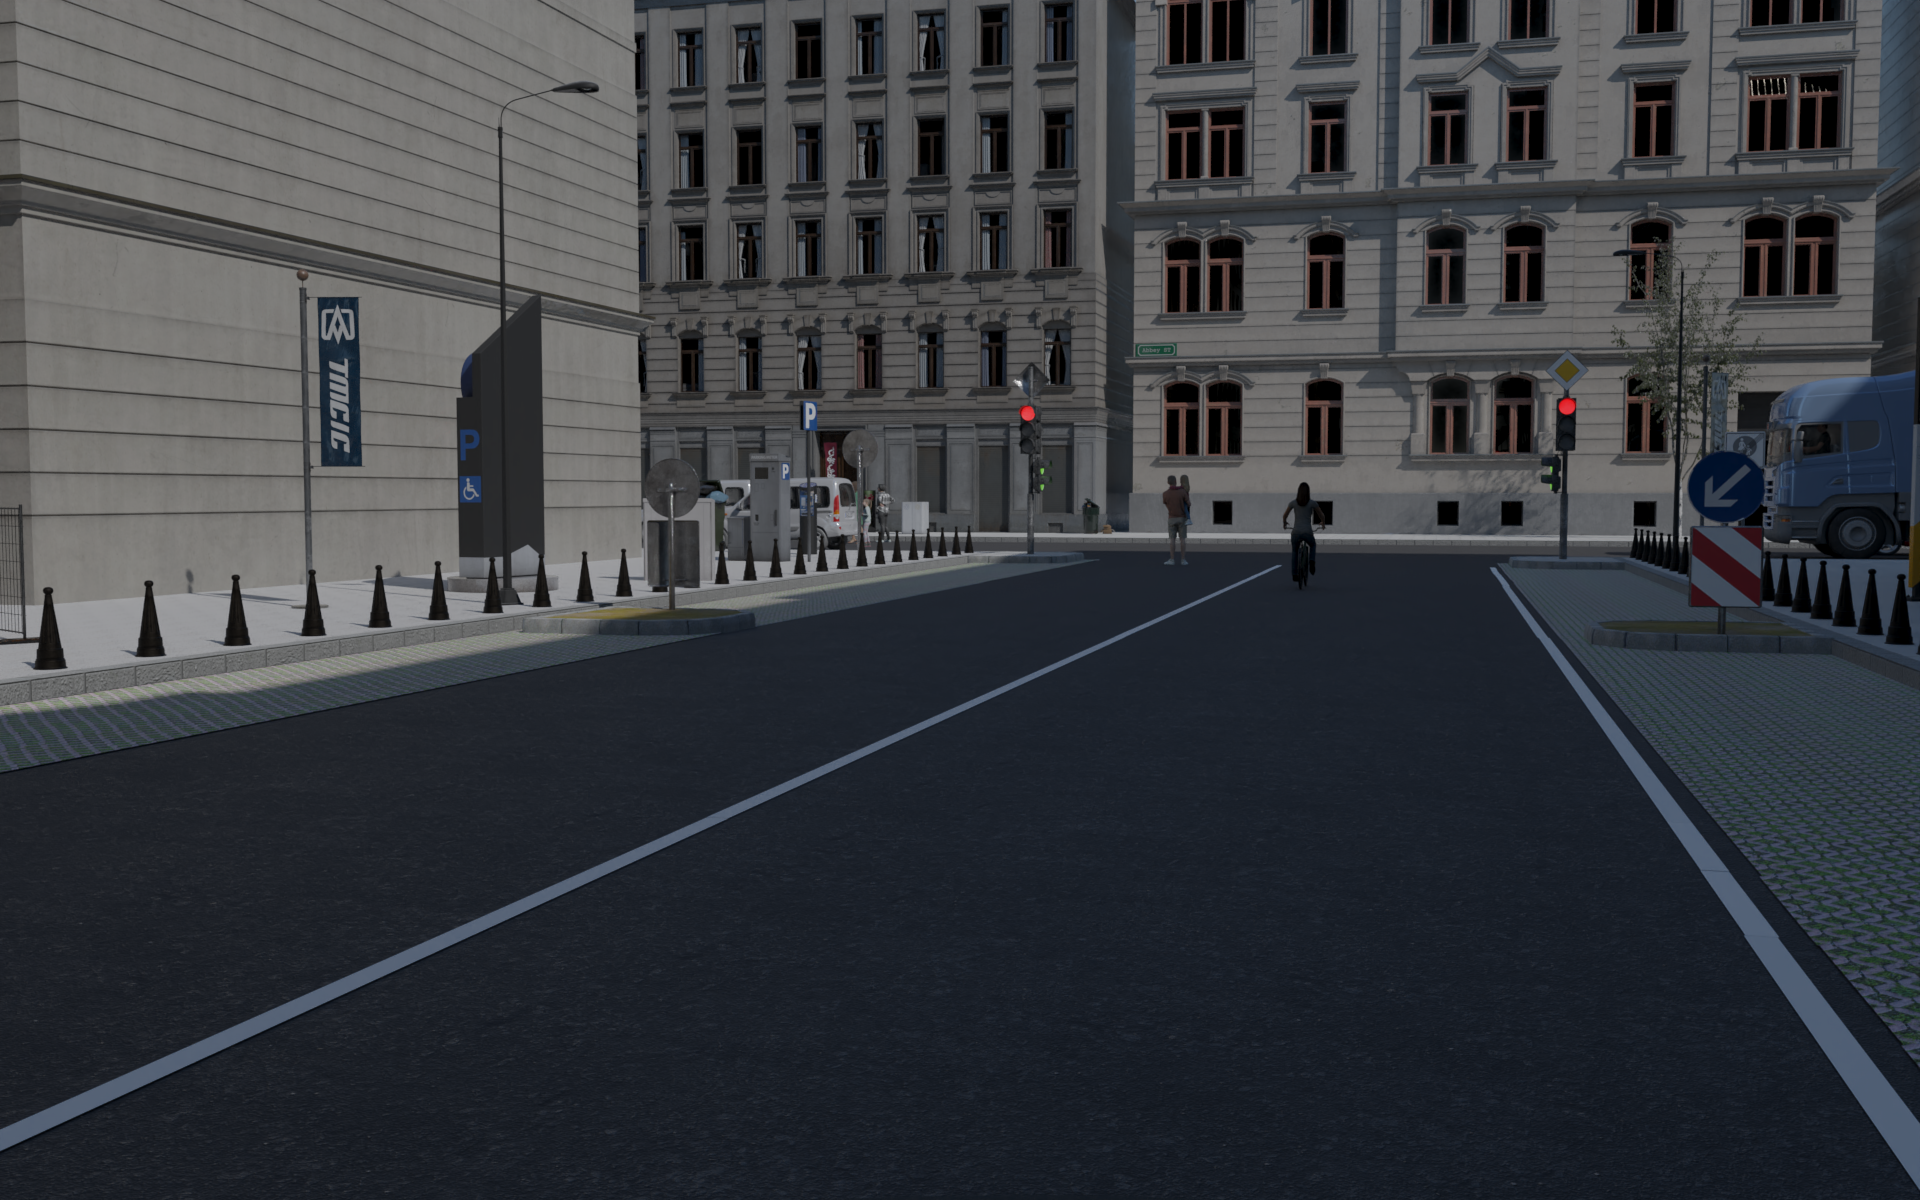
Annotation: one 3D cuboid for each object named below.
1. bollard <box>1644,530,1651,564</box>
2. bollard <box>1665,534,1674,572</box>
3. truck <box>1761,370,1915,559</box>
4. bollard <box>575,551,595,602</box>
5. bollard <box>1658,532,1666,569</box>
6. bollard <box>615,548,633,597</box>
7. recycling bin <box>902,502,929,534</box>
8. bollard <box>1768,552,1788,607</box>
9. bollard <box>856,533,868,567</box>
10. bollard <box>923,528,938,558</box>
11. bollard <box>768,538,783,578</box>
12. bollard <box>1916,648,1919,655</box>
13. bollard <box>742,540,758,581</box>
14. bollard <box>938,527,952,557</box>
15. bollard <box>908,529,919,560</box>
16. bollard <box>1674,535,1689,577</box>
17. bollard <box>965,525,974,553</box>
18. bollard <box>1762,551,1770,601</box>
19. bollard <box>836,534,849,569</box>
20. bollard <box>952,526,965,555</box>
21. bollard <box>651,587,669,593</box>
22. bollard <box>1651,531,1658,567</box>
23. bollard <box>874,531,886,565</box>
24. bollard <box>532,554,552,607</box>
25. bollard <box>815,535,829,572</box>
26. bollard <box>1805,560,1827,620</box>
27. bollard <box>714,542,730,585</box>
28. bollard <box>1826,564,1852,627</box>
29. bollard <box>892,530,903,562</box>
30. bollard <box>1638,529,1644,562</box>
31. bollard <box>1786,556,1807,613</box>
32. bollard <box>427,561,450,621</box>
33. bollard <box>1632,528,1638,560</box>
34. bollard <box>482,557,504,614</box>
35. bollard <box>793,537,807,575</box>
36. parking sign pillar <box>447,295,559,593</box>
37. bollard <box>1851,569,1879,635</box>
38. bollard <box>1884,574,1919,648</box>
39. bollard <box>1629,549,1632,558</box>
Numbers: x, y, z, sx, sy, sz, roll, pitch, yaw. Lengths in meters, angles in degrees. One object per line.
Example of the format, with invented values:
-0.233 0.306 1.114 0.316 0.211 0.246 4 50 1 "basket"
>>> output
12.713 -0.959 31.719 0.229 0.601 0.229 0 3 0 "bollard"
11.883 -0.776 28.724 0.229 0.601 0.229 0 3 0 "bollard"
26.382 -2.839 36.172 18.799 4.110 2.967 1 4 17 "truck"
-4.478 -0.283 20.674 0.229 0.601 0.229 0 3 0 "bollard"
12.161 -0.836 29.712 0.229 0.601 0.229 0 3 0 "bollard"
-4.205 -0.344 21.663 0.229 0.601 0.229 0 3 0 "bollard"
-1.435 -2.629 55.532 0.722 1.027 0.722 1 4 14 "recycling bin"
9.413 -0.228 19.776 0.229 0.601 0.229 0 3 0 "bollard"
-1.732 -0.891 30.605 0.229 0.601 0.229 0 3 0 "bollard"
-0.634 -1.134 34.582 0.229 0.601 0.229 0 3 0 "bollard"
-2.833 -0.647 26.624 0.229 0.601 0.229 0 3 0 "bollard"
7.762 0.136 13.810 0.229 0.601 0.229 0 3 0 "bollard"
-3.110 -0.587 25.635 0.229 0.601 0.229 0 3 0 "bollard"
-0.360 -1.195 35.582 0.229 0.601 0.229 0 3 0 "bollard"
-0.904 -1.073 33.592 0.229 0.601 0.229 0 3 0 "bollard"
11.608 -0.714 27.716 0.229 0.601 0.229 0 3 0 "bollard"
0.195 -1.317 37.580 0.229 0.601 0.229 0 3 0 "bollard"
9.682 -0.289 20.767 0.229 0.601 0.229 0 3 0 "bollard"
-2.007 -0.830 29.613 0.229 0.601 0.229 0 3 0 "bollard"
-0.079 -1.257 36.590 0.229 0.601 0.229 0 3 0 "bollard"
-3.926 -0.404 22.652 0.229 0.601 0.229 0 3 0 "bollard"
12.431 -0.897 30.707 0.229 0.601 0.229 0 3 0 "bollard"
-1.462 -0.951 31.596 0.229 0.601 0.229 0 3 0 "bollard"
-4.753 -0.222 19.675 0.229 0.601 0.229 0 3 0 "bollard"
-2.281 -0.770 28.624 0.229 0.601 0.229 0 3 0 "bollard"
8.858 -0.107 17.787 0.229 0.601 0.229 0 3 0 "bollard"
-3.387 -0.526 24.633 0.229 0.601 0.229 0 3 0 "bollard"
8.585 -0.046 16.796 0.229 0.601 0.229 0 3 0 "bollard"
-1.184 -1.012 32.585 0.229 0.601 0.229 0 3 0 "bollard"
12.989 -1.019 32.709 0.229 0.601 0.229 0 3 0 "bollard"
9.137 -0.167 18.775 0.229 0.601 0.229 0 3 0 "bollard"
-5.317 -0.099 17.654 0.229 0.601 0.229 0 3 0 "bollard"
13.263 -1.080 33.702 0.229 0.601 0.229 0 3 0 "bollard"
-5.035 -0.160 18.661 0.229 0.601 0.229 0 3 0 "bollard"
-2.554 -0.709 27.631 0.229 0.601 0.229 0 3 0 "bollard"
-6.106 -2.114 23.036 1.447 3.967 1.447 1 4 23 "parking sign pillar"
8.314 0.015 15.801 0.229 0.601 0.229 0 3 0 "bollard"
8.036 0.076 14.800 0.229 0.601 0.229 0 3 0 "bollard"
13.535 -1.141 34.695 0.229 0.601 0.229 0 3 0 "bollard"
